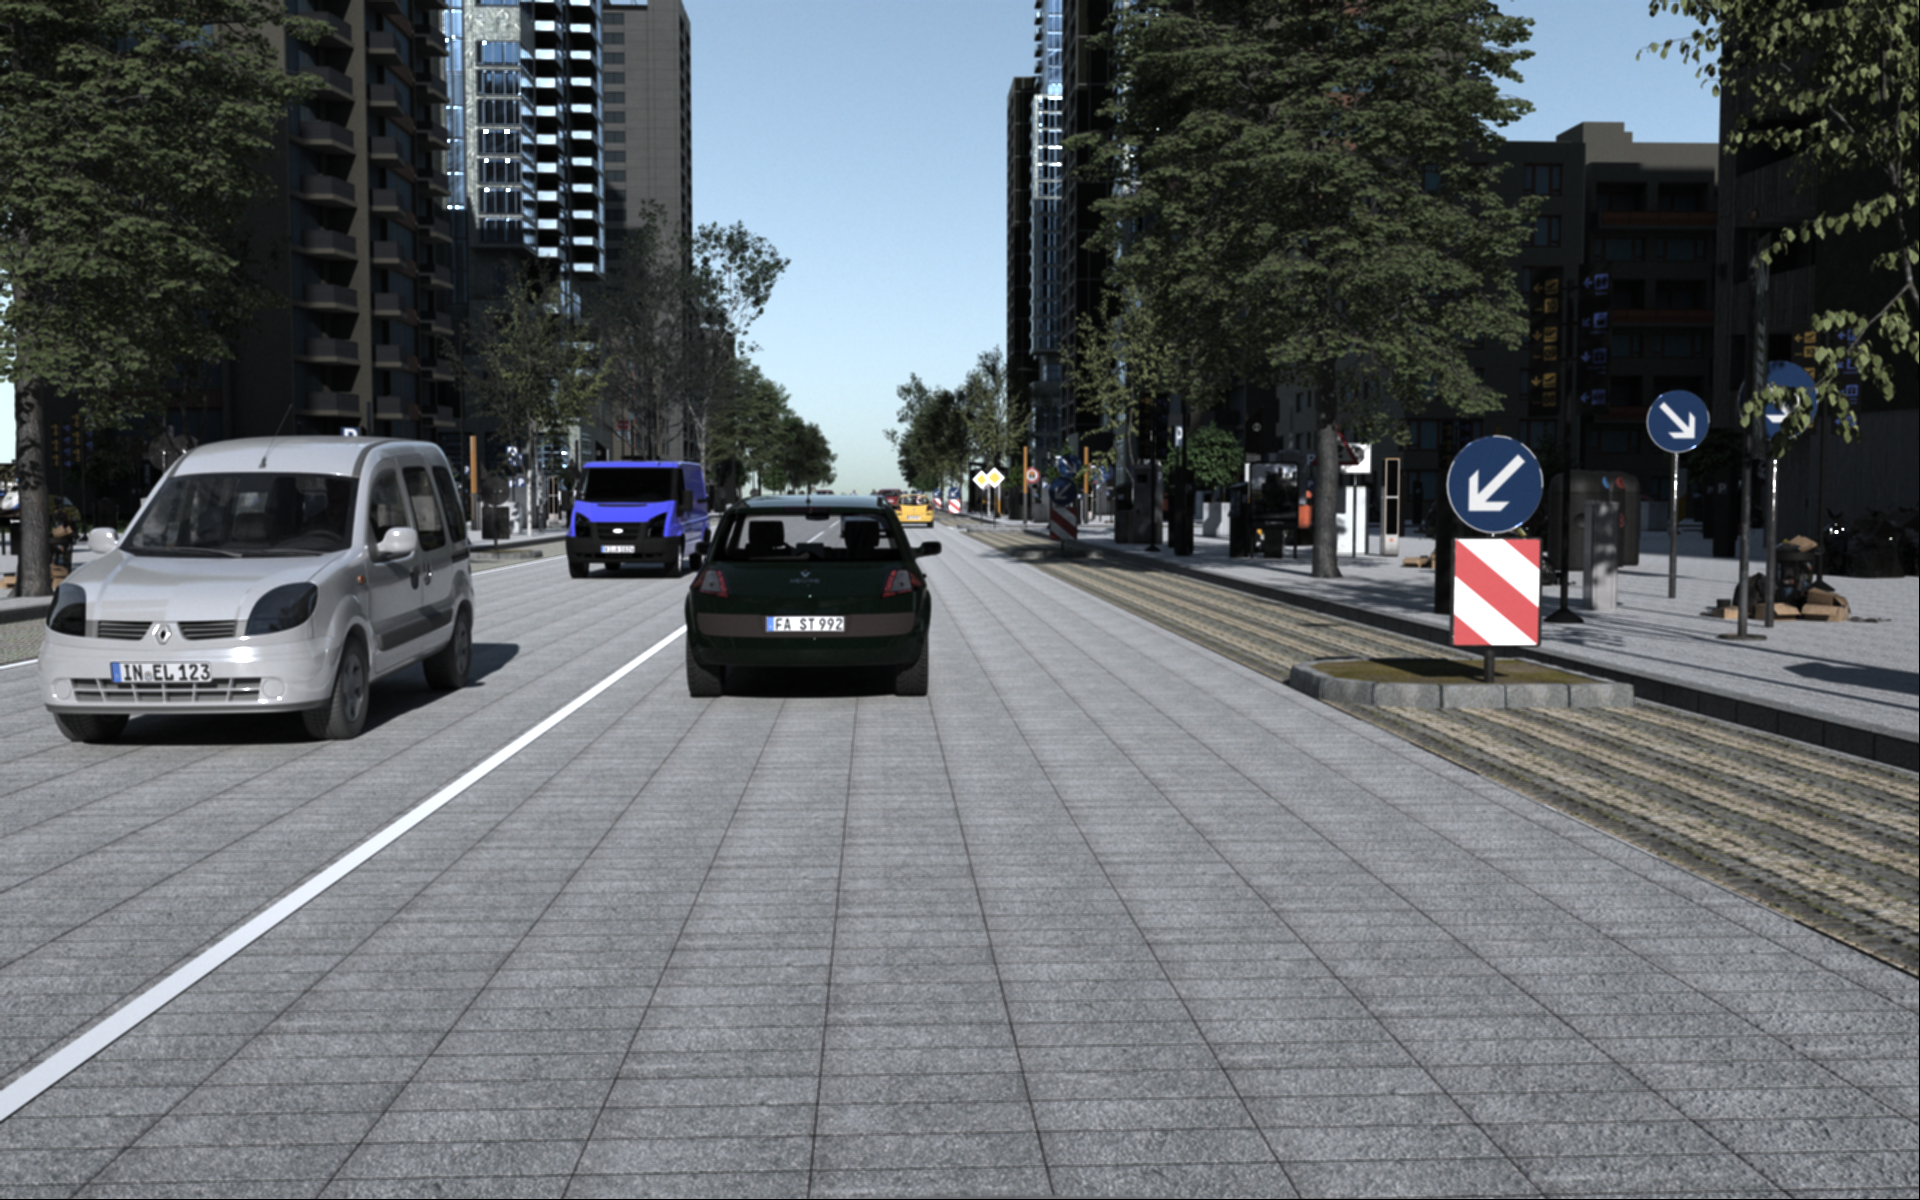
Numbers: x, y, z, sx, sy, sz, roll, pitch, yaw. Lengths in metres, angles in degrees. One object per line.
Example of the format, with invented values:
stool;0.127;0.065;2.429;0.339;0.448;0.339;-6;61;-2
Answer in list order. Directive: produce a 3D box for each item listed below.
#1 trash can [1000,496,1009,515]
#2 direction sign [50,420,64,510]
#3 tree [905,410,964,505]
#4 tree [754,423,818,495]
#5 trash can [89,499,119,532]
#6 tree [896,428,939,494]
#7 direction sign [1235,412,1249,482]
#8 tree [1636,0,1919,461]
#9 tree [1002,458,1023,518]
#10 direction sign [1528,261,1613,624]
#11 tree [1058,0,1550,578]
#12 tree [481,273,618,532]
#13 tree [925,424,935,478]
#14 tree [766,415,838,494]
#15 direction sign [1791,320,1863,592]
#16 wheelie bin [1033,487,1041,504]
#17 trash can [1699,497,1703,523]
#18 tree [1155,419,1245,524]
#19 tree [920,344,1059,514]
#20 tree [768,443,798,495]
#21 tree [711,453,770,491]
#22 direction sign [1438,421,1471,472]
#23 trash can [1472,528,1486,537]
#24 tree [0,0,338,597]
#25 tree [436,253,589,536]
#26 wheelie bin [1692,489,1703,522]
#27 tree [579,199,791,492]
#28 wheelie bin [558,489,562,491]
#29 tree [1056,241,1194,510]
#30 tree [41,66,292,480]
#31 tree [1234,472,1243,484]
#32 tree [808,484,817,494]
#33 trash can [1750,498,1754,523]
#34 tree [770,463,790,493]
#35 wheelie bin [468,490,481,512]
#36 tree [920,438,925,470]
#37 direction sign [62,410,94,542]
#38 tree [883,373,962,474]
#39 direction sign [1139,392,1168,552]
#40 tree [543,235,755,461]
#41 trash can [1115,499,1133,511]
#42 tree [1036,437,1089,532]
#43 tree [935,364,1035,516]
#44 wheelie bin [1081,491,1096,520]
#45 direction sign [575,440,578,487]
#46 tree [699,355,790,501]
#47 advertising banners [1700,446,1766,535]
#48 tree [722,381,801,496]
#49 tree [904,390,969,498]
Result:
trash can;2.641;-5.703;104.894;0.748;1.137;0.748;0;3;0
direction sign;-27.882;-3.777;53.751;0.379;3.537;0.876;1;4;10
tree;-2.667;-17.172;206.518;9.928;11.665;9.643;0;3;0
tree;-21.672;-16.836;209.683;8.767;10.594;7.601;-2;4;-33
trash can;-23.738;-2.227;48.066;0.748;1.137;0.748;0;3;0
tree;-6.396;-23.479;290.536;9.857;13.997;8.962;0;3;0
direction sign;7.949;-3.432;48.107;0.379;3.537;0.876;1;4;14
tree;6.808;-3.739;11.493;4.737;8.622;4.395;0;3;0
tree;2.949;-6.095;94.253;1.663;3.219;1.824;0;3;0
direction sign;6.045;-1.544;17.236;0.379;3.537;0.876;-3;5;-39
tree;5.219;-6.615;26.281;7.486;12.596;7.792;0;3;0
tree;-13.949;-6.606;58.370;4.737;8.622;4.395;0;3;0
tree;-0.199;-12.555;155.637;4.737;8.622;4.395;0;3;0
tree;-23.442;-20.046;244.763;9.611;12.733;9.660;0;3;0
direction sign;11.377;-1.886;22.828;0.379;3.537;0.876;-3;5;-44
wheelie bin;3.800;-4.393;79.727;0.980;1.594;0.693;-1;4;-22
trash can;32.819;-3.933;75.961;0.748;1.137;0.748;0;3;0
tree;10.979;-5.576;74.889;4.285;4.588;4.351;0;3;0
tree;1.768;-10.638;108.351;8.767;10.594;7.601;0;4;-7
tree;-22.306;-16.357;217.796;4.360;8.622;3.978;0;3;0
tree;-17.881;-9.235;134.702;4.285;4.588;4.351;0;3;0
direction sign;15.385;-3.778;53.761;0.876;3.537;0.379;1;4;22
trash can;8.183;-0.915;26.611;0.748;1.137;0.748;0;3;0
tree;-11.901;-6.339;21.763;7.486;12.596;7.792;0;3;0
tree;-13.329;-6.247;52.502;4.360;8.622;3.978;0;3;0
wheelie bin;34.068;-4.386;79.627;0.693;1.594;0.980;3;4;36
tree;-17.689;-15.674;112.154;12.611;20.169;13.585;0;3;0
wheelie bin;-23.408;-5.686;100.878;0.693;1.594;0.980;1;4;19
tree;4.882;-6.034;49.015;4.737;8.622;4.395;0;3;0
tree;-13.350;-4.859;29.814;4.360;8.622;3.978;0;3;0
tree;17.636;-7.189;112.142;1.663;3.219;1.824;0;3;0
tree;-25.952;-21.360;299.600;4.737;8.622;4.395;0;3;0
trash can;25.699;-2.774;57.010;0.748;1.137;0.748;0;3;0
tree;-19.171;-11.946;179.024;4.285;4.588;4.351;0;3;0
wheelie bin;-25.977;-5.190;92.770;0.693;1.594;0.980;-2;4;-32
tree;-1.969;-13.928;178.089;4.737;8.622;4.395;0;3;0
direction sign;-23.734;-3.357;46.889;0.379;3.537;0.876;1;4;9
tree;-5.615;-25.214;268.137;12.611;20.169;13.585;0;3;0
direction sign;4.315;-2.857;38.713;0.876;3.537;0.379;-3;4;-39
tree;-14.892;-10.583;83.403;12.009;13.543;11.850;0;3;0
trash can;4.465;-2.094;45.891;0.748;1.137;0.748;0;3;0
tree;3.682;-3.935;58.934;1.663;3.219;1.824;0;3;0
tree;1.881;-9.096;99.085;4.737;8.622;4.395;0;3;0
wheelie bin;6.450;-4.818;86.688;0.693;1.594;0.980;1;4;11
direction sign;-16.120;-4.951;72.944;0.379;3.537;0.876;-1;4;-18
tree;-17.697;-13.702;142.157;7.486;12.596;7.792;0;3;0
advertising banners;24.209;-3.535;53.978;2.074;3.025;0.090;1;4;13
tree;-18.301;-14.241;158.595;9.928;11.665;9.643;0;3;0
tree;-2.380;-16.546;188.648;7.486;12.596;7.792;0;3;0
